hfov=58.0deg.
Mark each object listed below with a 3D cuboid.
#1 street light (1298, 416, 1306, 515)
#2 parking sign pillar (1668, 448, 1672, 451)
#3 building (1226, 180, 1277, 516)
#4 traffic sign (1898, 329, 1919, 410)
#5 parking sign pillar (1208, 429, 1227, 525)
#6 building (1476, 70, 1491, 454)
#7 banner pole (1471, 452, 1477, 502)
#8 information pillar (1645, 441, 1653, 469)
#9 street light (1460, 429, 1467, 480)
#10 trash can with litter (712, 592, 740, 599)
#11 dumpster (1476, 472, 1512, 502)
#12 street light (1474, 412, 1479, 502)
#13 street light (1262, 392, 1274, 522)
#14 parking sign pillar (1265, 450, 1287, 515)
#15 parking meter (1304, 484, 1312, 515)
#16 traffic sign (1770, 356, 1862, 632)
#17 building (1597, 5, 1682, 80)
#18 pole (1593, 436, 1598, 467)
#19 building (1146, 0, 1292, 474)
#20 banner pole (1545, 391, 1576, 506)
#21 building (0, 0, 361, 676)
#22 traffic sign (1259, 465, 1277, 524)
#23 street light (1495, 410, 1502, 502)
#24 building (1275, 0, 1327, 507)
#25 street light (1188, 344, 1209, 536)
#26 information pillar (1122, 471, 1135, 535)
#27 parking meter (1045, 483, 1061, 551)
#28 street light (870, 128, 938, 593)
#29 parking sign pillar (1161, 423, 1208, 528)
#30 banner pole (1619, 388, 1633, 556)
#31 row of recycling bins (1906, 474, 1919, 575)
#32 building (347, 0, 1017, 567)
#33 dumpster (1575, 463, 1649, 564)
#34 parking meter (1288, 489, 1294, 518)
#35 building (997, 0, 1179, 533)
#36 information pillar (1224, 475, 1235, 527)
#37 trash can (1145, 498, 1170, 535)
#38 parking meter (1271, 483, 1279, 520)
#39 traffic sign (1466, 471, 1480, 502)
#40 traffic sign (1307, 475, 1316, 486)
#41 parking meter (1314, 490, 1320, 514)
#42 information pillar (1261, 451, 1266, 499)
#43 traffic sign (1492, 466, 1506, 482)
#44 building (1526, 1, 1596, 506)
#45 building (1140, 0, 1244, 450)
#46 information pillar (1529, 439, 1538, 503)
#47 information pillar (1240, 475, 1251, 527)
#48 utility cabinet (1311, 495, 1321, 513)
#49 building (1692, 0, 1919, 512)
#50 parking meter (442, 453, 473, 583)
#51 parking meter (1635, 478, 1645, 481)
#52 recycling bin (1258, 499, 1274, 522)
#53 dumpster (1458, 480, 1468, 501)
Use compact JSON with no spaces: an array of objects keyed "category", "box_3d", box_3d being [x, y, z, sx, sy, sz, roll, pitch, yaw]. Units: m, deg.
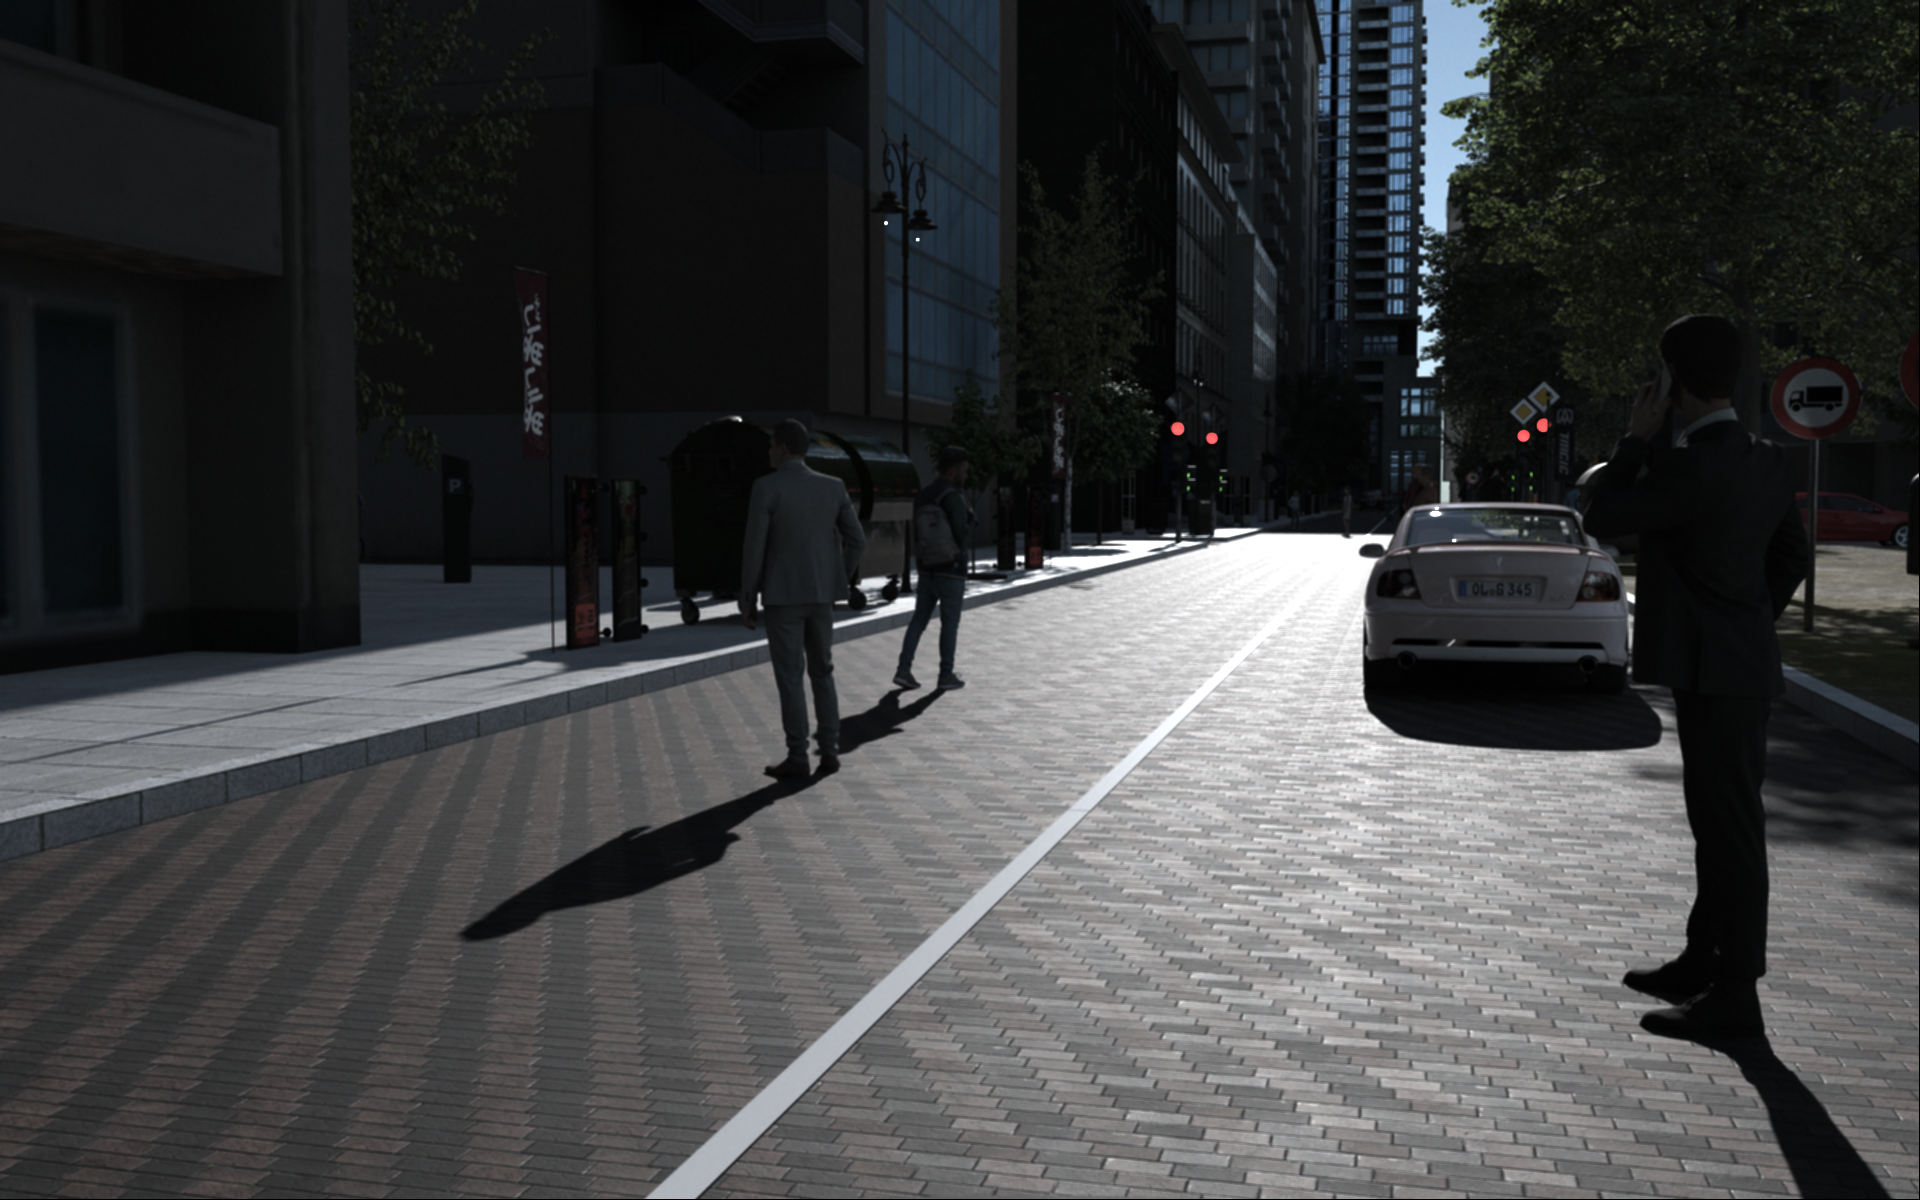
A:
[{"category":"street light","box_3d":[20.287,-7.954,102.838,0.468,5.910,1.993,1,4,15]},{"category":"parking sign pillar","box_3d":[34.158,-5.767,82.767,1.447,3.967,1.447,-3,5,-44]},{"category":"building","box_3d":[14.318,-15.669,110.945,10.420,20.320,16.860,1,4,15]},{"category":"traffic sign","box_3d":[7.056,-0.745,12.287,0.768,2.556,0.104,1,4,21]},{"category":"parking sign pillar","box_3d":[10.371,-5.089,71.683,1.447,3.967,1.447,0,4,-4]},{"category":"building","box_3d":[56.209,-29.214,161.241,14.154,41.232,14.086,1,4,15]},{"category":"banner pole","box_3d":[30.465,-6.887,102.627,0.401,3.779,0.863,0,4,-6]},{"category":"information pillar","box_3d":[29.483,-5.066,74.181,0.183,3.616,0.504,0,4,-6]},{"category":"street light","box_3d":[35.806,-9.195,123.133,0.468,5.910,1.993,1,4,15]},{"category":"trash can with litter","box_3d":[-2.886,-0.614,21.424,0.624,1.170,1.055,0,4,-6]},{"category":"dumpster","box_3d":[24.143,-4.640,78.364,1.502,2.255,1.985,1,4,15]},{"category":"street light","box_3d":[29.278,-7.656,97.971,0.468,5.910,1.993,1,4,15]},{"category":"street light","box_3d":[13.873,-6.451,78.268,0.468,5.910,1.993,1,4,15]},{"category":"parking sign pillar","box_3d":[19.248,-7.166,105.632,1.447,3.967,1.447,1,4,18]},{"category":"parking meter","box_3d":[21.050,-6.054,104.701,0.399,1.863,0.255,-1,4,-17]},{"category":"traffic sign","box_3d":[7.918,-0.977,16.084,0.768,2.556,0.104,1,4,21]},{"category":"building","box_3d":[39.774,-19.402,88.920,14.160,30.474,14.107,1,4,15]},{"category":"pole","box_3d":[22.467,-4.124,61.267,0.158,3.312,0.155,0,3,0]},{"category":"building","box_3d":[15.514,-32.062,143.817,23.786,49.044,30.456,1,4,15]},{"category":"banner pole","box_3d":[14.579,-3.197,42.286,0.863,3.779,0.401,1,4,19]},{"category":"building","box_3d":[-18.038,-23.368,5.762,21.300,48.544,21.600,1,4,15]},{"category":"traffic sign","box_3d":[13.340,-4.584,75.048,0.768,2.556,0.104,1,4,17]},{"category":"street light","box_3d":[22.628,-6.099,72.509,0.468,5.910,1.993,1,4,15]},{"category":"building","box_3d":[24.376,-36.508,186.150,27.495,52.752,28.713,1,4,15]},{"category":"street light","box_3d":[7.349,-4.935,53.472,0.468,5.910,1.993,1,4,15]},{"category":"information pillar","box_3d":[5.304,-3.062,54.555,0.304,2.012,0.304,2,4,35]},{"category":"parking meter","box_3d":[2.111,-1.894,39.375,0.372,1.533,0.369,0,3,0]},{"category":"street light","box_3d":[-0.702,-3.033,22.373,0.468,5.910,1.993,1,4,15]},{"category":"parking sign pillar","box_3d":[8.254,-4.705,65.394,1.447,3.967,1.447,3,5,39]},{"category":"banner pole","box_3d":[13.884,-2.820,36.124,0.401,3.779,0.863,2,4,24]},{"category":"row of recycling bins","box_3d":[16.968,-1.269,27.866,3.534,1.692,1.069,-1,4,-12]},{"category":"building","box_3d":[-7.213,-23.654,36.858,14.200,45.320,14.600,1,4,15]},{"category":"dumpster","box_3d":[11.708,-1.538,30.902,1.264,1.857,1.865,1,4,15]},{"category":"parking meter","box_3d":[17.960,-5.230,93.922,0.372,1.533,0.369,0,3,0]},{"category":"building","box_3d":[1.013,-14.411,65.297,12.332,23.373,15.834,1,4,15]},{"category":"information pillar","box_3d":[10.540,-3.872,67.796,0.304,2.012,0.304,2,4,34]},{"category":"trash can","box_3d":[6.141,-2.610,54.320,0.748,1.137,0.748,0,3,0]},{"category":"parking meter","box_3d":[15.722,-4.940,86.473,0.399,1.863,0.255,0,4,8]},{"category":"traffic sign","box_3d":[27.917,-5.761,94.294,0.768,2.556,0.104,1,4,16]},{"category":"traffic sign","box_3d":[23.255,-7.048,115.236,0.884,2.594,0.081,1,4,23]},{"category":"parking meter","box_3d":[23.245,-6.379,112.706,0.372,1.533,0.369,0,3,0]},{"category":"information pillar","box_3d":[16.561,-6.289,94.186,0.183,3.616,0.504,-2,4,-27]},{"category":"traffic sign","box_3d":[24.936,-4.927,80.567,0.884,2.594,0.081,1,4,16]},{"category":"building","box_3d":[43.914,-28.142,110.240,14.600,45.320,14.200,1,4,15]},{"category":"building","box_3d":[4.914,-15.613,88.552,16.112,22.955,30.059,1,4,15]},{"category":"information pillar","box_3d":[20.600,-4.332,62.190,0.183,3.616,0.504,0,4,4]},{"category":"information pillar","box_3d":[11.217,-3.888,68.058,0.304,2.012,0.304,-1,4,-18]},{"category":"utility cabinet","box_3d":[23.548,-6.380,115.479,1.020,1.237,0.306,1,4,14]},{"category":"building","box_3d":[39.345,-22.579,61.045,23.993,40.220,32.217,1,4,15]},{"category":"parking meter","box_3d":[-7.249,-1.180,25.010,0.399,1.863,0.255,0,4,-7]},{"category":"parking meter","box_3d":[16.526,-2.224,42.072,0.255,1.863,0.399,1,4,17]},{"category":"recycling bin","box_3d":[14.325,-4.193,81.105,0.722,1.027,0.722,1,4,12]},{"category":"dumpster","box_3d":[32.472,-6.581,110.094,1.502,2.255,1.985,1,4,14]}]
